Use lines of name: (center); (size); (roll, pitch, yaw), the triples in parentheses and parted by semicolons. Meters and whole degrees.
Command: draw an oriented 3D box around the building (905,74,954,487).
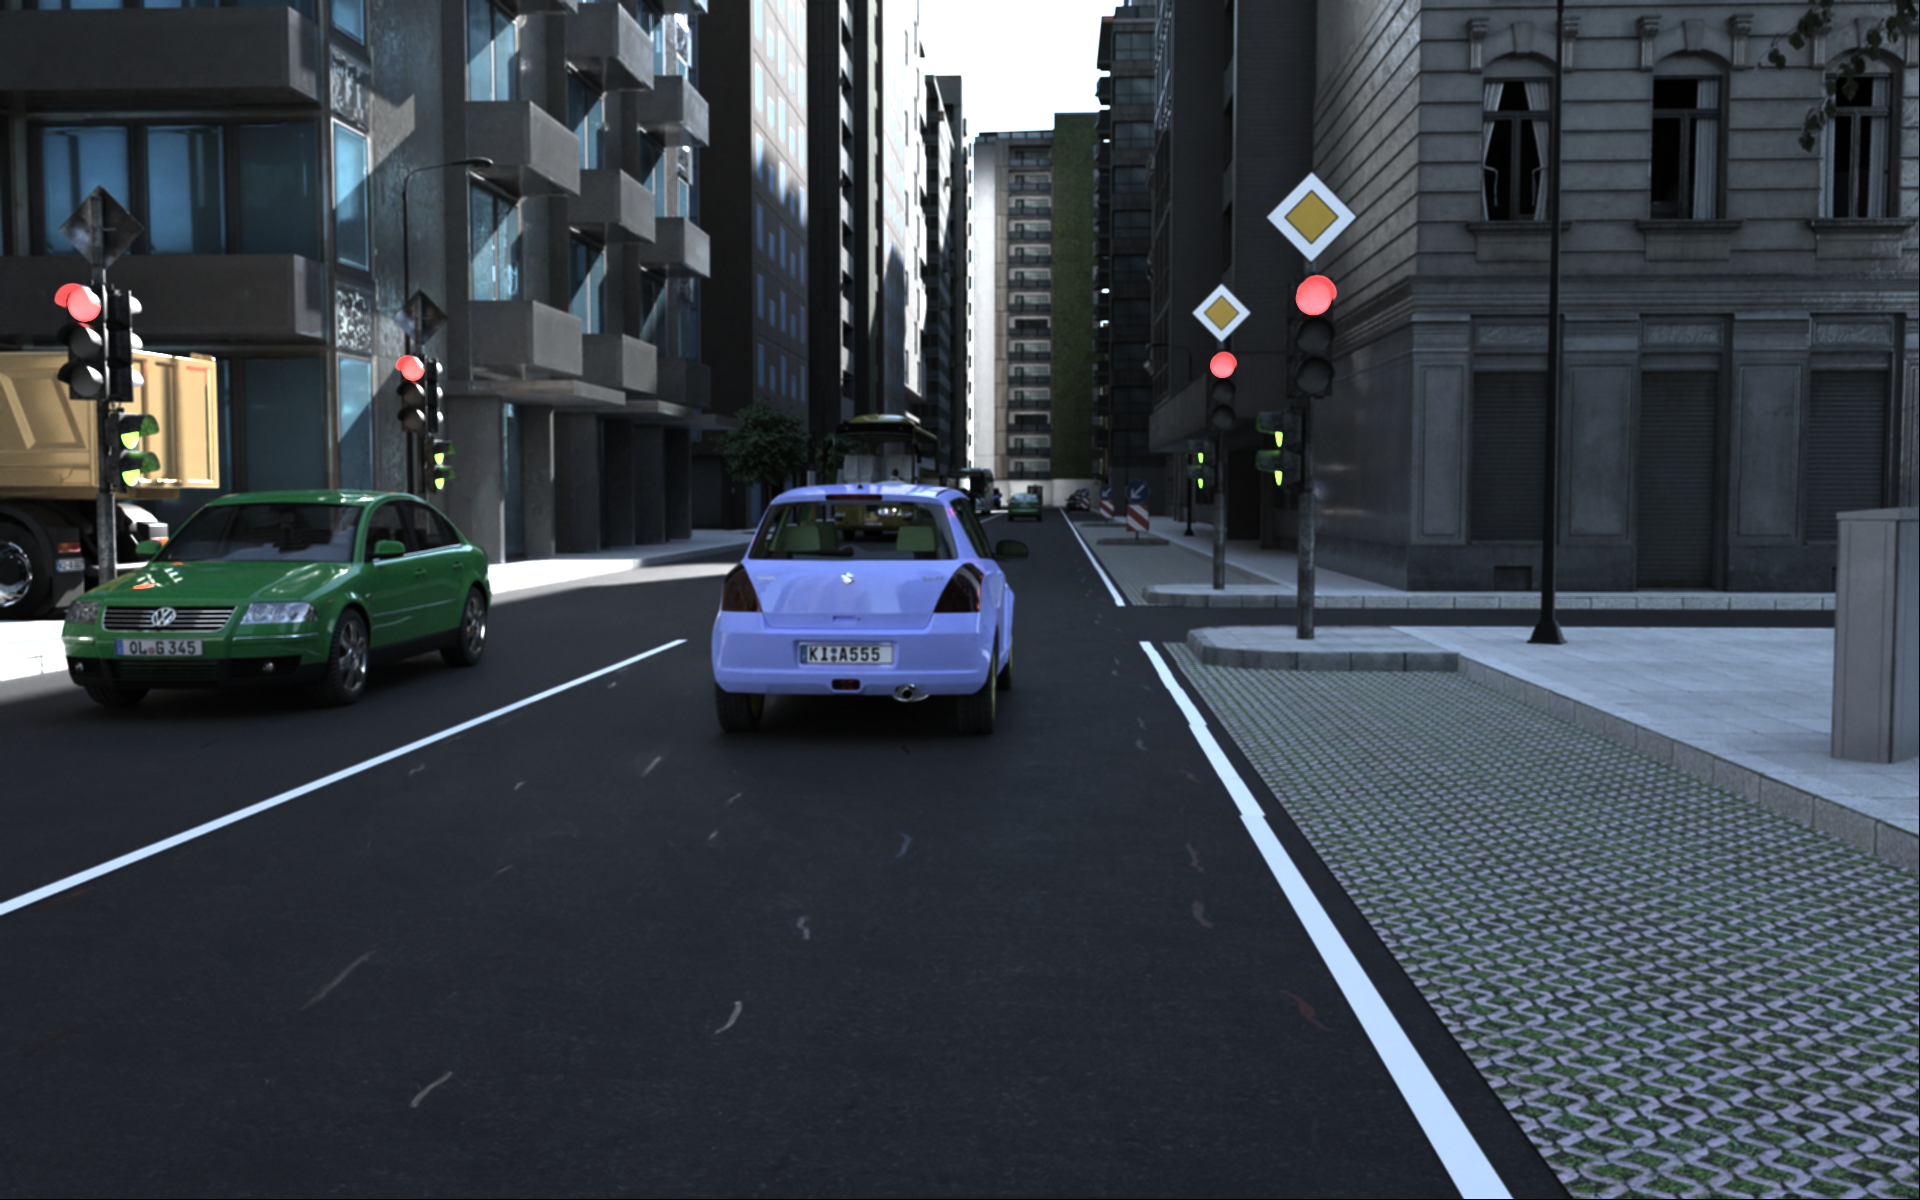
building: (-12.805, -28.586, 159.262); (23.993, 40.220, 32.217); (0, 4, 3)

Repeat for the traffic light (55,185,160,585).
traffic light: (-7.802, -1.644, 15.800); (0.839, 4.253, 0.868); (0, 4, 3)

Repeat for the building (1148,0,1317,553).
building: (13.219, -13.993, 47.851); (14.314, 24.678, 30.058); (0, 4, 3)

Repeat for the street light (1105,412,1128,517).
street light: (8.858, -7.646, 97.554); (1.470, 5.913, 1.316); (0, 4, 3)

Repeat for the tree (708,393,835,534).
tree: (-6.460, -4.446, 56.399); (4.285, 4.588, 4.351); (0, 3, 0)

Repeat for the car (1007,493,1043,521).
car: (3.458, -5.104, 92.251); (1.959, 1.807, 4.718); (0, 4, 2)

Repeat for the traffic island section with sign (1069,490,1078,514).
traffic island section with sign: (8.878, -7.117, 124.982); (1.989, 1.847, 2.006); (0, 4, 3)

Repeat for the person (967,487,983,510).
person: (0.763, -5.698, 101.299); (1.348, 1.869, 0.705); (-3, 4, -36)

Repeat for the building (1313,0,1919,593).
building: (15.025, -10.836, 26.322); (18.267, 20.994, 9.793); (0, 4, 3)

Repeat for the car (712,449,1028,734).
car: (-0.523, -0.129, 11.695); (1.945, 1.707, 3.694); (0, 4, 4)

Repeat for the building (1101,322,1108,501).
building: (30.524, -21.407, 195.050); (28.899, 21.520, 27.650); (0, 4, 3)

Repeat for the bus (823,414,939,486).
bus: (-2.298, -4.004, 57.009); (2.896, 3.916, 12.252); (0, 4, 3)

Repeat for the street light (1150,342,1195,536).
street light: (6.508, -4.930, 53.151); (1.470, 5.913, 1.316); (0, 4, 3)

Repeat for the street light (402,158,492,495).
street light: (-7.157, -3.155, 24.118); (1.470, 5.913, 1.316); (0, 4, 3)

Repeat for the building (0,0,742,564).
building: (-18.218, -25.583, 37.896); (23.786, 49.044, 30.456); (0, 4, 3)

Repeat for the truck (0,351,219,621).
truck: (-14.015, -1.499, 20.433); (9.791, 3.379, 3.469); (0, 4, 5)

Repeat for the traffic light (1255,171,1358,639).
traffic light: (3.045, -1.610, 15.246); (0.839, 4.253, 0.868); (0, 4, 3)

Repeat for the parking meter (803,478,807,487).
parking meter: (-5.563, -3.557, 63.866); (0.399, 1.863, 0.255); (-1, 4, -15)

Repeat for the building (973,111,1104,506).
building: (8.444, -30.902, 188.849); (14.086, 41.232, 14.154); (0, 4, 3)

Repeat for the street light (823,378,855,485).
street light: (-4.900, -5.916, 69.271); (1.470, 5.913, 1.316); (0, 4, 3)

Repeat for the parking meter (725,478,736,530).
parking meter: (-8.136, -3.408, 61.427); (0.255, 1.863, 0.399); (2, 4, 27)

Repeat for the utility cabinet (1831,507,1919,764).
utility cabinet: (4.687, 0.154, 8.638); (1.020, 1.237, 0.306); (-3, 5, -44)

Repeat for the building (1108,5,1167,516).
building: (16.166, -20.471, 106.398); (14.160, 30.474, 14.107); (0, 4, 3)

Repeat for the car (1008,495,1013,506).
car: (4.633, -7.372, 132.893); (2.083, 1.381, 4.827); (0, 4, 2)

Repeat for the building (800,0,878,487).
building: (-11.994, -19.504, 90.592); (14.160, 30.474, 14.107); (0, 4, 3)

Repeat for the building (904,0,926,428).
building: (-16.618, -32.871, 126.675); (28.713, 52.752, 27.495); (0, 4, 3)

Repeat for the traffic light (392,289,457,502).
traffic light: (-7.381, -2.132, 23.774); (0.839, 4.253, 0.868); (0, 4, 3)

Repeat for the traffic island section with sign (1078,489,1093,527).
traffic island section with sign: (6.286, -4.109, 75.804); (1.989, 1.847, 2.006); (0, 4, 3)

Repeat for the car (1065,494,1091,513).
car: (9.158, -7.616, 134.311); (2.009, 1.686, 4.222); (0, 4, 2)

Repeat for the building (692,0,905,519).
building: (-10.889, -27.869, 105.764); (14.600, 45.320, 14.200); (0, 4, 3)

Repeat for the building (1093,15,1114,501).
building: (23.447, -30.817, 158.481); (22.147, 44.769, 28.867); (0, 4, 3)

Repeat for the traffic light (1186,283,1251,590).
traffic light: (3.466, -2.098, 23.220); (0.839, 4.253, 0.868); (0, 4, 3)

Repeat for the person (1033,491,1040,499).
person: (6.705, -8.960, 155.710); (1.217, 1.736, 0.721); (2, 4, 27)

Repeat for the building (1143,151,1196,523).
building: (15.867, -15.963, 80.087); (14.460, 24.649, 34.723); (0, 4, 3)

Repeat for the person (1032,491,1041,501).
person: (6.803, -8.816, 153.446); (0.742, 1.727, 0.445); (-1, 4, -22)

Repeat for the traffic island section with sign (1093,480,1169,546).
traffic island section with sign: (4.860, -2.460, 48.841); (1.989, 1.847, 2.006); (0, 4, 3)

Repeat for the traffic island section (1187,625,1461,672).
traffic island section: (3.084, 0.423, 15.357); (2.009, 0.180, 2.903); (0, 4, 3)

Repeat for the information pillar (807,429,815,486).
information pillar: (-5.312, -4.319, 61.974); (0.183, 3.616, 0.504); (1, 4, 23)

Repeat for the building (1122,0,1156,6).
building: (23.371, -31.125, 128.502); (23.786, 49.044, 30.456); (0, 4, 3)

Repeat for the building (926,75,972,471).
building: (-9.739, -34.835, 193.255); (21.600, 48.544, 21.300); (0, 4, 3)

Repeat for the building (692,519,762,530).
building: (-13.894, -25.565, 68.096); (14.600, 45.320, 14.200); (0, 4, 3)

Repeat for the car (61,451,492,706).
car: (-4.955, -0.265, 13.127); (1.959, 1.807, 4.718); (0, 4, 1)

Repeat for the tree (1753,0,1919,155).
tree: (4.744, -3.471, 7.106); (4.360, 8.622, 3.978); (0, 3, 0)

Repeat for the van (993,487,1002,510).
van: (2.691, -9.285, 156.191); (2.240, 2.365, 5.245); (0, 4, 2)

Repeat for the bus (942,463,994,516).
bus: (0.717, -7.567, 118.581); (2.948, 3.499, 13.247); (0, 4, 4)

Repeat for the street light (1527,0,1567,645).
street light: (4.527, -2.585, 14.799); (1.470, 5.913, 1.316); (0, 4, 3)

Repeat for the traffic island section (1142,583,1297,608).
traffic island section: (3.505, -0.064, 23.332); (2.009, 0.180, 2.903); (0, 4, 3)
